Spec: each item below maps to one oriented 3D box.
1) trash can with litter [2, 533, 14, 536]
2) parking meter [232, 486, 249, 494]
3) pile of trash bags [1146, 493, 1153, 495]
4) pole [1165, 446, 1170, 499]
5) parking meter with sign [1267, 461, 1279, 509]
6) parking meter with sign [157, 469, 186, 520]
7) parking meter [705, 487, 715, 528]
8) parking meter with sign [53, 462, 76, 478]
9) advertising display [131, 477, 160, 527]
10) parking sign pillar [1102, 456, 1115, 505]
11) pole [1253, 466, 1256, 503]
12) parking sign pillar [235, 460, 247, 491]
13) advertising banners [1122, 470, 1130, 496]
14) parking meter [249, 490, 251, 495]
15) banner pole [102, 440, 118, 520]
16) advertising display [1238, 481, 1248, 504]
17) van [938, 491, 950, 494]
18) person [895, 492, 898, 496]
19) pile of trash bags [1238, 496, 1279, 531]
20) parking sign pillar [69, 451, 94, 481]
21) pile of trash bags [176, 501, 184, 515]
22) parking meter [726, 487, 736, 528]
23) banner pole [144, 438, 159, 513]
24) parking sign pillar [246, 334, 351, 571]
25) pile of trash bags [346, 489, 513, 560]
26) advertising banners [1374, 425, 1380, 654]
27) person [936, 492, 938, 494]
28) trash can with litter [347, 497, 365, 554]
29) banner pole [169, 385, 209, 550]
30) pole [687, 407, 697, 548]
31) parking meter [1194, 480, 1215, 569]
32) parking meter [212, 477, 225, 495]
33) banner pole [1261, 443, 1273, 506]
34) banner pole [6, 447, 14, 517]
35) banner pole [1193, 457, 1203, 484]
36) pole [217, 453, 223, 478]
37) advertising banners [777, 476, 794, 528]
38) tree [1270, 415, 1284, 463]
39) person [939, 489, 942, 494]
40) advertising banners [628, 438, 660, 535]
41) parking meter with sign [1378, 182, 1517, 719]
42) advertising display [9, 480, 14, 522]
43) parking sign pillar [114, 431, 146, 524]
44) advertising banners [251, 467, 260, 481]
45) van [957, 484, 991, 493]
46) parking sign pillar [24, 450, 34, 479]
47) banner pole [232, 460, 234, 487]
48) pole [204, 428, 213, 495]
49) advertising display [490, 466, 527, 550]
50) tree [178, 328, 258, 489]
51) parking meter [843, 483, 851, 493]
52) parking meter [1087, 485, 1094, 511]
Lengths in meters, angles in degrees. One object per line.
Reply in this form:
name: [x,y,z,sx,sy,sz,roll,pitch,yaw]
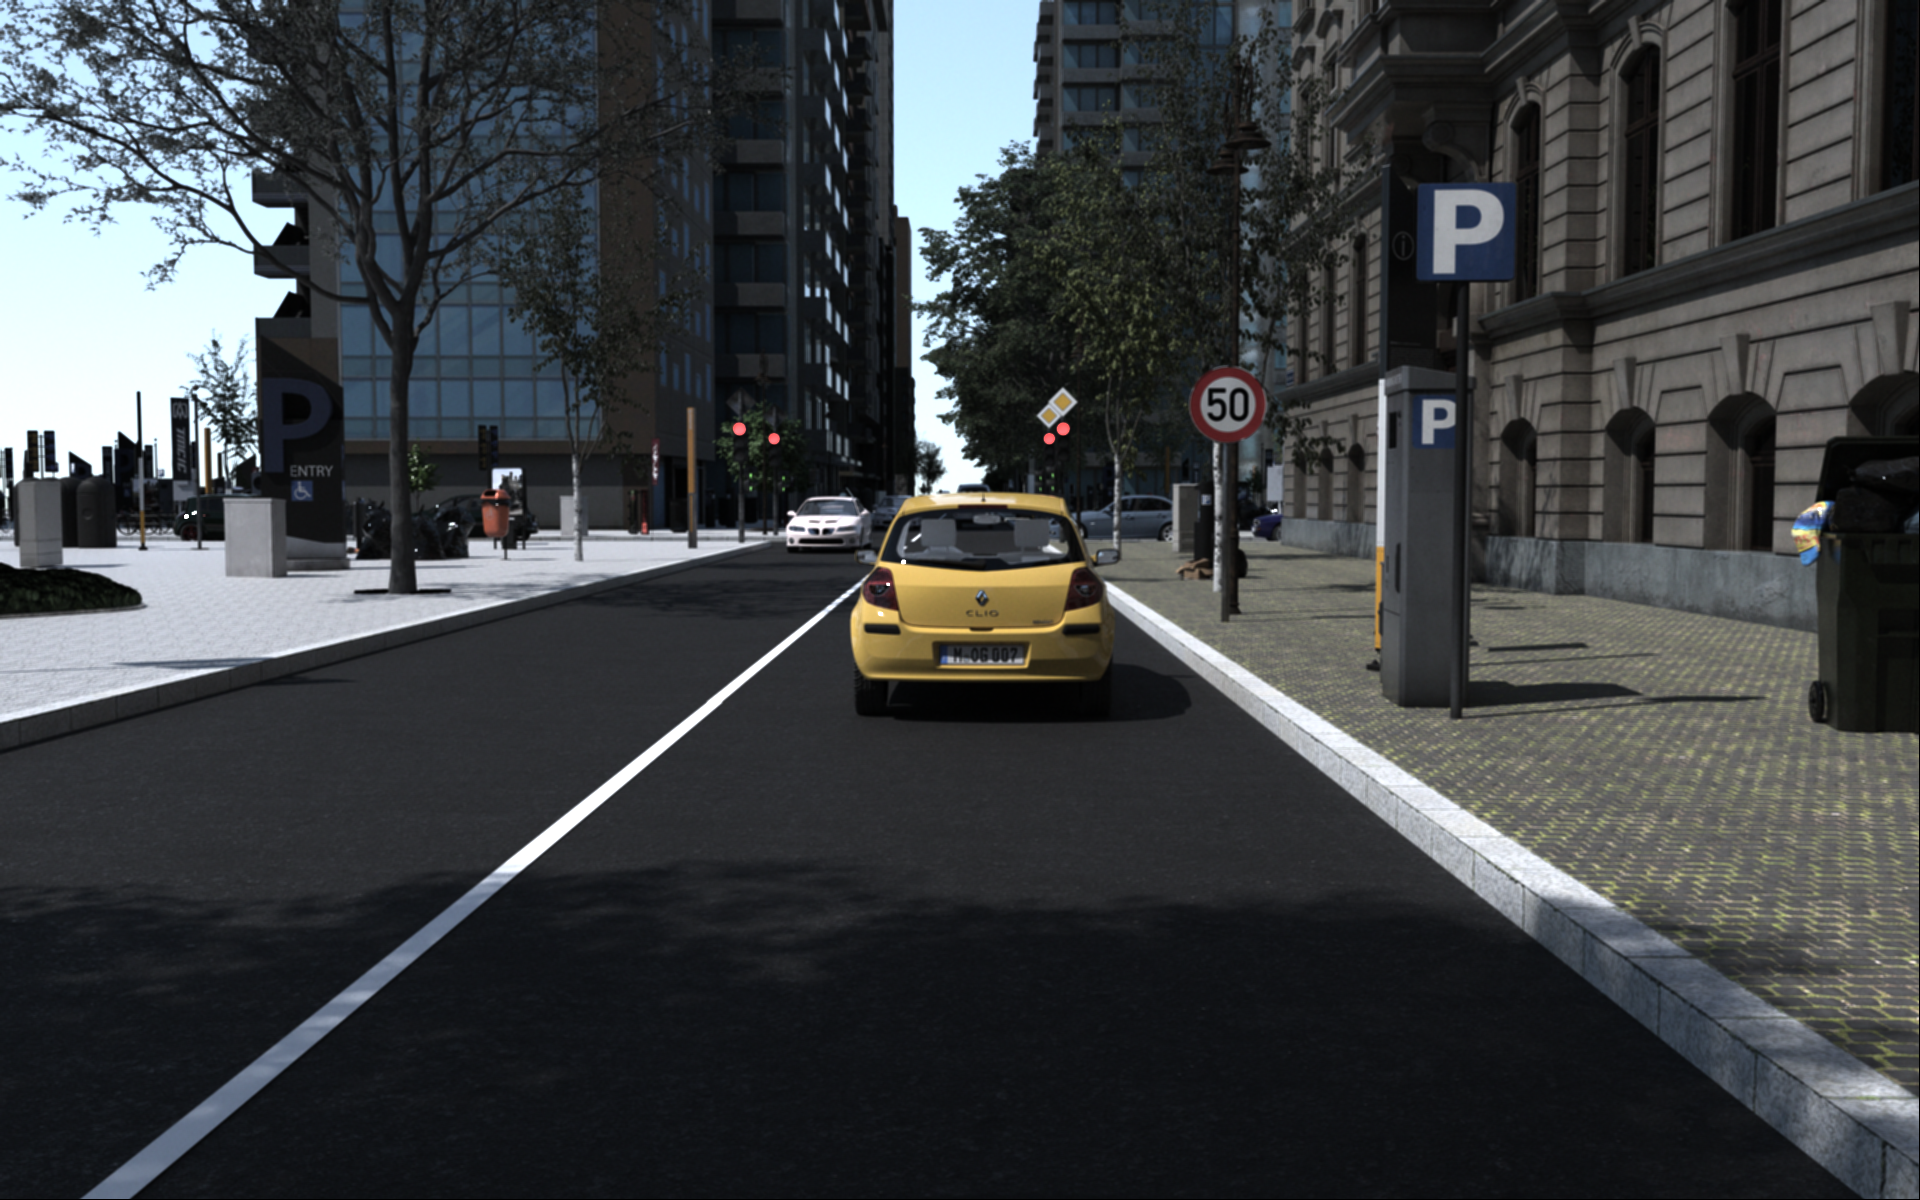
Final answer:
trash can with litter: [-28.617,-2.635,54.136,2.233,1.210,1.678,-1,4,-21]
parking meter: [-23.738,-2.970,56.979,0.372,1.533,0.369,0,3,0]
pile of trash bags: [13.518,-6.718,119.596,1.912,1.369,3.447,-1,4,-13]
pole: [8.855,-4.904,74.031,0.158,3.312,0.155,0,3,0]
parking meter with sign: [16.785,-5.914,92.961,0.543,3.016,1.738,1,4,21]
parking meter with sign: [-39.162,-5.459,85.512,1.738,3.016,0.543,0,4,-7]
parking meter: [-9.550,-3.535,66.213,0.372,1.533,0.369,0,3,0]
parking meter with sign: [-49.037,-6.021,94.708,1.738,3.016,0.543,2,4,30]
advertising display: [-31.485,-3.776,66.959,0.974,1.923,0.123,-2,4,-34]
parking sign pillar: [10.586,-8.106,121.004,1.447,3.967,1.447,2,4,33]
pole: [21.265,-8.031,125.142,0.158,3.312,0.155,0,3,0]
parking sign pillar: [-47.440,-7.748,115.152,1.447,3.967,1.447,-1,4,-14]
advertising banners: [11.866,-7.816,123.982,0.090,3.025,2.074,-1,4,-9]
parking meter: [-39.001,-5.288,94.867,0.372,1.533,0.369,0,3,0]
banner pole: [-39.015,-5.483,79.671,0.401,3.779,0.863,3,5,43]
advertising display: [14.141,-5.045,87.703,0.974,1.923,0.123,3,4,38]
van: [-1.846,-12.027,203.656,2.013,2.044,4.112,0,4,-1]
person: [-7.715,-12.123,207.438,1.217,1.736,0.721,0,4,1]
pile of trash bags: [10.399,-3.159,61.405,1.912,1.369,3.447,-3,5,-40]
parking sign pillar: [-55.075,-7.347,108.602,1.447,3.967,1.447,3,5,45]
pile of trash bags: [-41.675,-4.883,89.592,3.447,1.369,1.912,1,4,10]
parking meter: [-8.752,-3.531,66.147,0.372,1.533,0.369,0,3,0]
banner pole: [-36.147,-5.353,77.531,0.401,3.779,0.863,1,4,23]
parking sign pillar: [-11.123,-2.498,29.315,1.447,3.967,1.447,-1,4,-11]
pile of trash bags: [-10.233,-1.493,34.160,3.447,1.369,1.912,2,4,26]
advertising banners: [3.480,-1.108,14.305,0.090,3.025,2.074,1,4,14]
person: [-3.114,-14.208,241.516,0.721,1.736,1.217,2,4,33]
trash can with litter: [-13.041,-1.650,38.042,1.678,1.210,2.233,-1,4,-13]
banner pole: [-17.695,-3.039,39.712,0.401,3.779,0.863,2,4,34]
pole: [-6.320,-2.875,40.856,0.158,3.312,0.155,0,3,0]
parking meter: [4.079,-1.245,28.772,0.372,1.533,0.369,0,3,0]
parking meter: [-24.763,-3.188,57.831,0.255,1.863,0.399,3,5,42]
banner pole: [15.005,-5.805,84.935,0.401,3.779,0.863,-3,5,-43]
banner pole: [-50.849,-6.282,92.728,0.863,3.779,0.401,2,4,30]
banner pole: [15.942,-7.696,115.847,0.863,3.779,0.401,-1,4,-16]
pole: [-36.321,-5.579,85.066,0.158,3.312,0.155,0,3,0]
advertising banners: [-6.653,-4.273,66.058,0.090,3.025,2.074,-2,4,-25]
tree: [23.947,-10.570,123.183,4.737,8.622,4.395,0,3,0]
person: [-1.610,-8.214,142.827,0.705,1.821,1.348,2,4,29]
advertising banners: [-9.950,-3.570,54.560,0.090,3.025,2.074,-3,4,-38]
parking meter with sign: [2.896,-0.879,10.635,0.543,3.016,1.738,0,4,4]
advertising display: [-44.249,-4.622,80.787,0.123,1.923,0.974,-2,4,-25]
parking sign pillar: [-35.481,-5.234,74.041,1.447,3.967,1.447,1,4,17]
advertising banners: [-45.705,-6.986,110.416,2.074,3.025,0.090,-1,4,-18]
van: [0.617,-4.012,72.605,2.013,2.044,4.112,0,4,2]
parking sign pillar: [-57.263,-7.218,106.483,1.447,3.967,1.447,-2,4,-32]
banner pole: [-53.564,-8.418,127.659,0.401,3.779,0.863,-1,4,-19]
pole: [-23.100,-3.633,53.246,0.158,3.312,0.155,0,3,0]
advertising display: [-10.443,-2.133,40.089,0.974,1.923,0.123,2,4,26]
tree: [-32.660,-7.795,77.804,4.737,8.622,4.395,0,3,0]
parking meter: [-5.951,-5.221,91.070,0.399,1.863,0.255,1,4,22]
parking meter: [8.751,-6.767,116.351,0.399,1.863,0.255,-1,4,-19]
